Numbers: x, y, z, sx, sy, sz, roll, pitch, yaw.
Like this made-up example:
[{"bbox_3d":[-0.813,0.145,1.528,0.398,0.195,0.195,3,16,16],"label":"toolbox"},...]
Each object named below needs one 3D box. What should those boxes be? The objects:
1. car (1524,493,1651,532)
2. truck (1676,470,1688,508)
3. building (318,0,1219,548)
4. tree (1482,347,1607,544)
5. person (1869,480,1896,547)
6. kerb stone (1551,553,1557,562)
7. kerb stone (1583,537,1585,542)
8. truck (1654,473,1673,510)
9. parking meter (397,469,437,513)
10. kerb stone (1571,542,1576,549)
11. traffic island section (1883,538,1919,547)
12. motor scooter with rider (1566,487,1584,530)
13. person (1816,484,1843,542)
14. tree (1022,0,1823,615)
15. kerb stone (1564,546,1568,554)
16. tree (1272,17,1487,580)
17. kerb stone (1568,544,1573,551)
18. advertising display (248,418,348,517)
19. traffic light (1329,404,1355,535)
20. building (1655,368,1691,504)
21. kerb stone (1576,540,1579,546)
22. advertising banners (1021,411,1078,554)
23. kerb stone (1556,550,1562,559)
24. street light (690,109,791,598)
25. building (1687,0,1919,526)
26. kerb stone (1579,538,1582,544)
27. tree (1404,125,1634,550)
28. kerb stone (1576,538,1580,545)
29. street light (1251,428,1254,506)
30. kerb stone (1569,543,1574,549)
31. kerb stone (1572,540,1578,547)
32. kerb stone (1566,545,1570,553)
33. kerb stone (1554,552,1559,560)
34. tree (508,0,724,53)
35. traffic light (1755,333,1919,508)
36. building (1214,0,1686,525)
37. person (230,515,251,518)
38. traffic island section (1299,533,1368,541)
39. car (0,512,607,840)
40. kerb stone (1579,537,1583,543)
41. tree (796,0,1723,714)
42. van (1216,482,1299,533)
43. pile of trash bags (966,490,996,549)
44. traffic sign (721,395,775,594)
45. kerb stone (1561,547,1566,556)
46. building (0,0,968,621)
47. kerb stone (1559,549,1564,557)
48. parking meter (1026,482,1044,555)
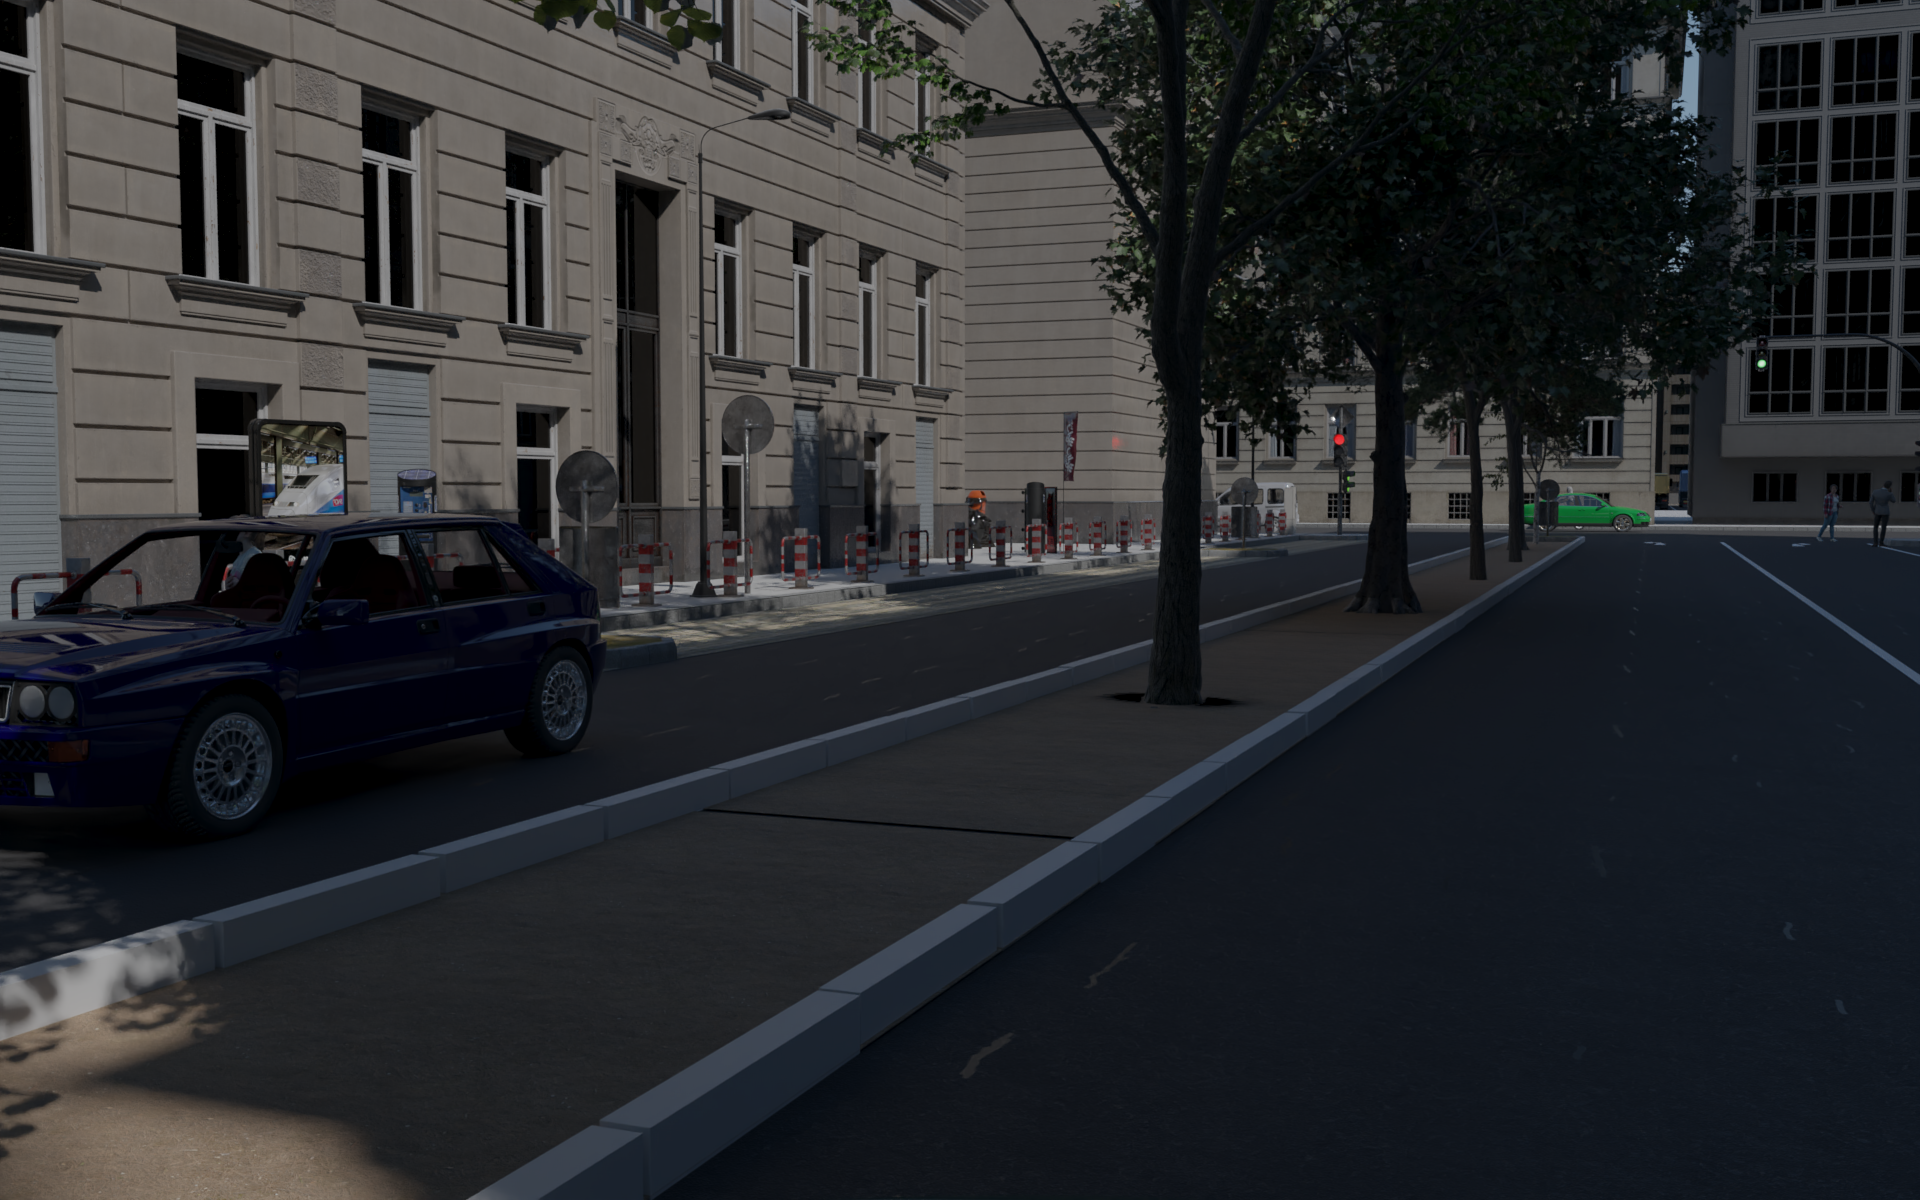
[{"bbox_3d":[23.795,-3.496,65.960,4.718,1.807,1.959,1,4,23],"label":"car"},{"bbox_3d":[79.957,-12.184,188.972,2.967,4.110,18.799,1,4,21],"label":"truck"},{"bbox_3d":[-5.198,-15.653,53.189,25.104,27.353,12.463,1,4,22],"label":"building"},{"bbox_3d":[16.386,-5.885,49.032,4.360,8.622,3.978,0,3,0],"label":"tree"},{"bbox_3d":[25.034,-2.346,47.032,0.473,1.802,0.592,-2,4,-34],"label":"person"},{"bbox_3d":[12.080,-0.812,35.474,0.120,0.150,1.000,1,4,22],"label":"kerb stone"},{"bbox_3d":[17.805,-1.688,49.786,0.120,0.150,1.000,1,4,22],"label":"kerb stone"},{"bbox_3d":[63.886,-10.014,159.655,3.469,3.379,9.791,1,4,21],"label":"truck"},{"bbox_3d":[-5.363,-0.534,17.144,0.372,1.533,0.369,0,3,0],"label":"parking meter"},{"bbox_3d":[15.515,-1.332,44.059,0.120,0.150,1.000,1,4,22],"label":"kerb stone"},{"bbox_3d":[27.045,-1.600,48.435,2.009,0.180,2.903,1,4,22],"label":"traffic island section"},{"bbox_3d":[24.345,-3.733,69.997,1.986,1.779,0.876,1,4,22],"label":"motor scooter with rider"},{"bbox_3d":[26.247,-2.624,52.233,0.563,1.720,0.643,-1,4,-20],"label":"person"},{"bbox_3d":[5.214,-6.194,20.735,9.611,12.733,9.660,0,3,0],"label":"tree"},{"bbox_3d":[13.992,-1.104,40.244,0.120,0.150,1.000,1,4,22],"label":"kerb stone"},{"bbox_3d":[8.751,-5.619,28.747,8.767,10.594,7.601,1,4,22],"label":"tree"},{"bbox_3d":[14.757,-1.218,42.145,0.120,0.150,1.000,1,4,22],"label":"kerb stone"},{"bbox_3d":[-5.771,-0.609,15.164,0.123,1.923,0.974,2,4,28],"label":"advertising display"},{"bbox_3d":[11.949,-4.000,54.318,0.839,4.253,0.868,1,4,22],"label":"traffic light"},{"bbox_3d":[95.022,-27.639,223.598,14.107,30.474,14.160,1,4,22],"label":"building"},{"bbox_3d":[16.278,-1.451,45.974,0.120,0.150,1.000,1,4,22],"label":"kerb stone"},{"bbox_3d":[1.938,-2.522,37.418,0.090,3.025,2.074,-2,4,-32],"label":"advertising banners"},{"bbox_3d":[12.848,-0.929,37.378,0.120,0.150,1.000,1,4,22],"label":"kerb stone"},{"bbox_3d":[-2.692,-2.978,21.230,1.470,5.913,1.316,1,4,22],"label":"street light"},{"bbox_3d":[43.639,-17.041,72.133,24.014,27.812,14.314,1,4,22],"label":"building"},{"bbox_3d":[17.040,-1.568,47.876,0.120,0.150,1.000,1,4,22],"label":"kerb stone"},{"bbox_3d":[14.091,-7.294,43.763,6.751,12.117,7.091,0,3,0],"label":"tree"},{"bbox_3d":[16.656,-1.513,46.926,0.120,0.150,1.000,1,4,22],"label":"kerb stone"},{"bbox_3d":[9.314,-4.851,51.861,1.470,5.913,1.316,1,4,22],"label":"street light"},{"bbox_3d":[15.138,-1.277,43.106,0.120,0.150,1.000,1,4,22],"label":"kerb stone"},{"bbox_3d":[15.904,-1.396,45.020,0.120,0.150,1.000,1,4,22],"label":"kerb stone"},{"bbox_3d":[14.372,-1.162,41.195,0.120,0.150,1.000,1,4,22],"label":"kerb stone"},{"bbox_3d":[12.465,-0.869,36.428,0.120,0.150,1.000,1,4,22],"label":"kerb stone"},{"bbox_3d":[-1.782,-5.031,2.841,7.486,12.596,7.792,0,3,0],"label":"tree"},{"bbox_3d":[25.036,-4.545,48.974,4.771,5.953,1.251,1,4,22],"label":"traffic light"},{"bbox_3d":[18.186,-15.269,82.932,30.059,22.955,16.112,1,4,22],"label":"building"},{"bbox_3d":[-4.505,0.114,10.921,0.425,1.301,0.394,2,4,28],"label":"person"},{"bbox_3d":[11.916,-1.969,54.467,2.009,0.180,2.903,1,4,22],"label":"traffic island section"},{"bbox_3d":[-3.409,0.244,8.590,1.945,1.354,3.894,1,4,20],"label":"car"},{"bbox_3d":[17.424,-1.629,48.828,0.120,0.150,1.000,1,4,22],"label":"kerb stone"},{"bbox_3d":[1.523,-5.084,11.340,9.928,11.665,9.643,0,3,0],"label":"tree"},{"bbox_3d":[10.069,-3.379,62.256,4.112,2.044,2.013,1,4,21],"label":"van"},{"bbox_3d":[-0.014,-1.969,41.939,1.912,1.369,3.447,1,4,17],"label":"pile of trash bags"},{"bbox_3d":[-2.739,-1.354,22.250,0.768,2.556,0.104,1,4,22],"label":"traffic sign"},{"bbox_3d":[13.609,-1.045,39.288,0.120,0.150,1.000,1,4,22],"label":"kerb stone"},{"bbox_3d":[-9.556,-13.969,25.657,12.463,27.353,25.104,1,4,22],"label":"building"},{"bbox_3d":[13.227,-0.987,38.334,0.120,0.150,1.000,1,4,22],"label":"kerb stone"},{"bbox_3d":[1.569,-1.690,36.044,0.372,1.533,0.369,0,3,0],"label":"parking meter"}]
